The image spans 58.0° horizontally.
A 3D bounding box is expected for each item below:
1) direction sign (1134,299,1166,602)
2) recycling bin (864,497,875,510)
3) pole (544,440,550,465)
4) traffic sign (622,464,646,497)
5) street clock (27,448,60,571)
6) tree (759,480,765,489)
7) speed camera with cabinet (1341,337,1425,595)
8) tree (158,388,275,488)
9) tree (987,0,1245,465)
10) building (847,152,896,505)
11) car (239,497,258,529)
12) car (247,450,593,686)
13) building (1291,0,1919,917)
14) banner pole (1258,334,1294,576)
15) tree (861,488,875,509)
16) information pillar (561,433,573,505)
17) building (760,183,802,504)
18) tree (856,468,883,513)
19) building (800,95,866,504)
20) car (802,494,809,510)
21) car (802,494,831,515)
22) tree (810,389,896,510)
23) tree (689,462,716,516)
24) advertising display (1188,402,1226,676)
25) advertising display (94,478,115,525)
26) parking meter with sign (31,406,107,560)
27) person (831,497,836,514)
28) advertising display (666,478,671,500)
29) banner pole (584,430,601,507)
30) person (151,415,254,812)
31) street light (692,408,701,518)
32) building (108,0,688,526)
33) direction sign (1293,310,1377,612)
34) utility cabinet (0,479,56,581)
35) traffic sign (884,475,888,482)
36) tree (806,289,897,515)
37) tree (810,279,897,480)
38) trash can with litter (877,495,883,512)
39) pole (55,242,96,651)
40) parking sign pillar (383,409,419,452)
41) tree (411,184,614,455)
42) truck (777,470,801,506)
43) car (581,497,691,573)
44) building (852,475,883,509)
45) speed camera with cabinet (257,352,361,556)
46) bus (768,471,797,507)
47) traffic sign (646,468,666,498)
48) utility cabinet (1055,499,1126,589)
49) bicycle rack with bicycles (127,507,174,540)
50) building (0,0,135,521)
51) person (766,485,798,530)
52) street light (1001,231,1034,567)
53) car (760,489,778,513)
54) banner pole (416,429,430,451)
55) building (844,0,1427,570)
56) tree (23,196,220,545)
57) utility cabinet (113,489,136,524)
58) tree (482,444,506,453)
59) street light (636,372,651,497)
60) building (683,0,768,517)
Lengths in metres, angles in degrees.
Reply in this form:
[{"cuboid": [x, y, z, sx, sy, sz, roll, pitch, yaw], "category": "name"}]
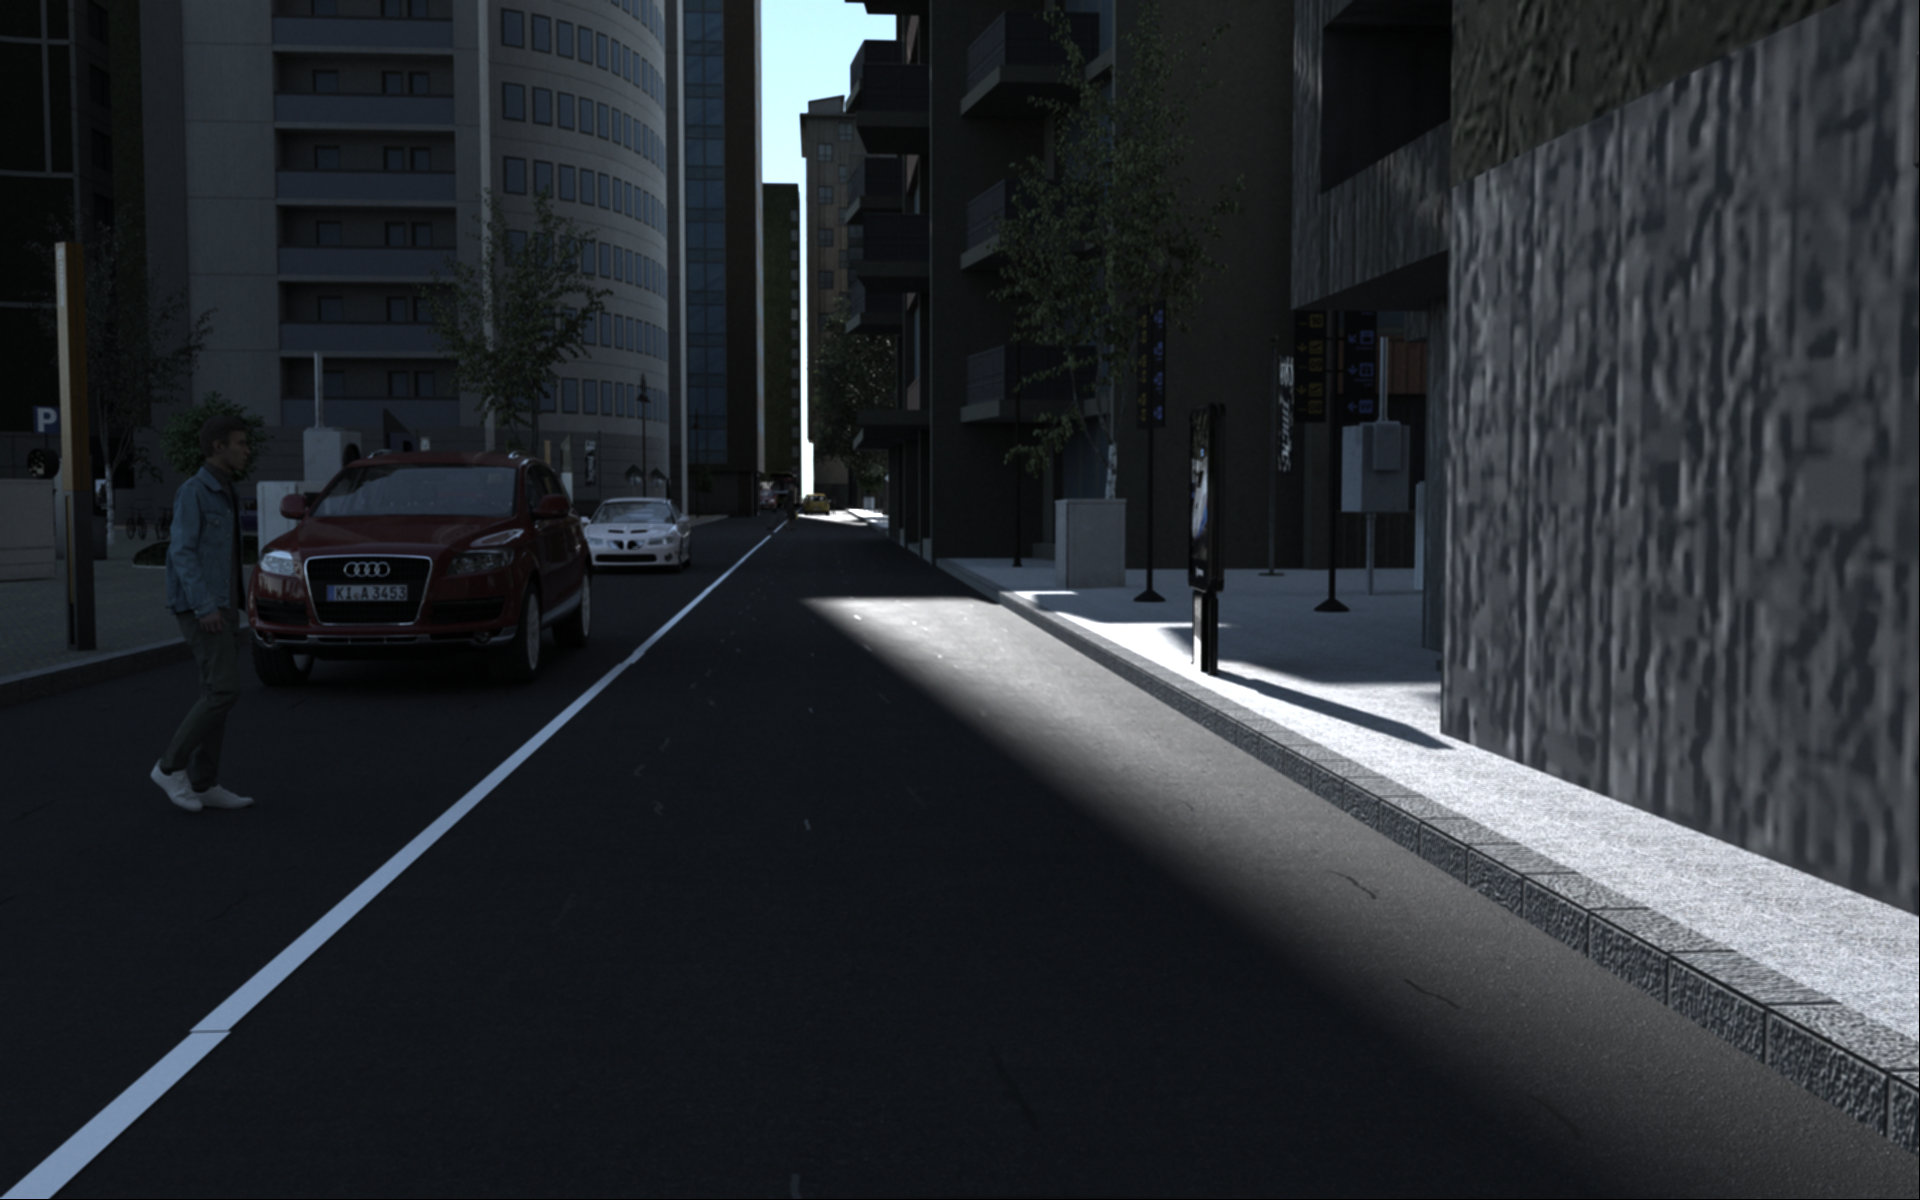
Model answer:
[{"cuboid": [2.270, -1.751, 20.633, 0.379, 3.537, 0.876, -1, 4, -14], "category": "direction sign"}, {"cuboid": [-7.264, -7.730, 138.932, 0.722, 1.027, 0.722, 2, 4, 24], "category": "recycling bin"}, {"cuboid": [-15.603, -4.387, 65.571, 0.158, 3.312, 0.155, 0, 3, 0], "category": "pole"}, {"cuboid": [-10.876, -3.313, 57.815, 0.795, 2.450, 0.064, 0, 4, -5], "category": "traffic sign"}, {"cuboid": [-14.514, -1.401, 27.472, 0.471, 2.002, 0.358, 2, 4, 25], "category": "street clock"}, {"cuboid": [-23.541, -12.575, 200.196, 1.663, 3.219, 1.824, 0, 3, 0], "category": "tree"}, {"cuboid": [5.953, -1.708, 22.258, 2.038, 3.252, 0.660, -1, 4, -15], "category": "speed camera with cabinet"}, {"cuboid": [-23.122, -4.291, 53.869, 4.285, 4.588, 4.351, 0, 3, 0], "category": "tree"}, {"cuboid": [2.240, -4.612, 25.772, 4.737, 8.622, 4.395, 0, 3, 0], "category": "tree"}, {"cuboid": [-6.650, -32.214, 210.292, 14.154, 41.232, 14.086, 0, 4, -5], "category": "building"}, {"cuboid": [-24.886, -2.996, 61.569, 3.894, 1.354, 1.945, 0, 4, -3], "category": "car"}, {"cuboid": [-4.381, -0.369, 14.714, 2.281, 1.827, 5.304, 0, 4, -5], "category": "car"}, {"cuboid": [9.400, -14.638, 11.033, 14.160, 30.474, 14.107, 0, 4, -5], "category": "building"}, {"cuboid": [5.065, -2.285, 27.382, 0.401, 3.779, 0.863, 3, 5, 41], "category": "banner pole"}, {"cuboid": [-7.914, -9.414, 148.512, 1.663, 3.219, 1.824, 0, 3, 0], "category": "tree"}, {"cuboid": [-15.148, -4.612, 66.765, 0.504, 3.616, 0.183, 2, 4, 27], "category": "information pillar"}, {"cuboid": [-28.110, -33.396, 229.611, 14.086, 41.232, 14.154, 0, 4, -5], "category": "building"}, {"cuboid": [-6.406, -9.214, 134.363, 4.285, 4.588, 4.351, 0, 3, 0], "category": "tree"}, {"cuboid": [-7.965, -39.676, 237.934, 27.495, 52.752, 28.713, 0, 4, -5], "category": "building"}, {"cuboid": [-13.690, -9.237, 160.810, 2.009, 1.686, 4.222, 0, 4, -4], "category": "car"}, {"cuboid": [-9.876, -6.666, 119.207, 2.015, 1.641, 3.980, 0, 4, -6], "category": "car"}, {"cuboid": [-8.408, -13.217, 141.847, 9.928, 11.665, 9.643, 0, 3, 0], "category": "tree"}, {"cuboid": [-15.263, -6.703, 104.192, 1.663, 3.219, 1.824, 0, 3, 0], "category": "tree"}, {"cuboid": [1.790, -0.453, 12.620, 0.123, 1.923, 0.974, 0, 4, 0], "category": "advertising display"}, {"cuboid": [-35.119, -4.032, 71.135, 0.974, 1.923, 0.123, 1, 4, 22], "category": "advertising display"}, {"cuboid": [-17.452, -2.310, 34.037, 1.738, 3.016, 0.543, 2, 4, 31], "category": "parking meter with sign"}, {"cuboid": [-9.167, -6.845, 125.084, 0.362, 1.253, 0.373, 0, 4, -4], "category": "person"}, {"cuboid": [-11.918, -4.013, 70.825, 0.123, 1.923, 0.974, 0, 4, -6], "category": "advertising display"}, {"cuboid": [-14.405, -4.786, 68.275, 0.863, 3.779, 0.401, 1, 4, 13], "category": "banner pole"}, {"cuboid": [-3.414, 0.063, 7.817, 0.444, 1.785, 0.601, 0, 4, 0], "category": "person"}, {"cuboid": [-14.181, -7.380, 93.458, 0.468, 5.910, 1.993, 0, 4, -5], "category": "street light"}, {"cuboid": [-24.800, -33.026, 81.976, 21.231, 58.520, 28.212, 0, 4, -5], "category": "building"}, {"cuboid": [4.079, -1.645, 18.896, 0.876, 3.537, 0.379, 1, 4, 8], "category": "direction sign"}, {"cuboid": [-13.994, -1.039, 25.665, 0.318, 1.500, 1.173, 1, 4, 14], "category": "utility cabinet"}, {"cuboid": [-2.517, -3.844, 66.494, 0.795, 2.450, 0.064, 0, 4, -5], "category": "traffic sign"}, {"cuboid": [-4.299, -12.061, 103.858, 9.857, 13.997, 8.962, 0, 3, 0], "category": "tree"}, {"cuboid": [-2.864, -10.246, 84.527, 9.611, 12.733, 9.660, 0, 3, 0], "category": "tree"}, {"cuboid": [-5.009, -6.862, 123.248, 2.233, 1.210, 1.678, 0, 4, 5], "category": "trash can with litter"}, {"cuboid": [-7.233, -1.243, 14.163, 0.158, 3.312, 0.155, 0, 3, 0], "category": "pole"}, {"cuboid": [-17.742, -4.081, 55.188, 1.447, 3.967, 1.447, 1, 4, 23], "category": "parking sign pillar"}, {"cuboid": [-10.301, -5.510, 40.455, 4.737, 8.622, 4.395, 0, 3, 0], "category": "tree"}, {"cuboid": [-20.207, -13.154, 203.986, 2.839, 4.237, 11.283, 0, 4, -3], "category": "truck"}, {"cuboid": [-6.134, -1.259, 32.946, 2.083, 1.381, 4.827, 0, 4, -5], "category": "car"}, {"cuboid": [3.799, -19.613, 165.709, 27.650, 21.520, 28.899, 0, 4, -5], "category": "building"}, {"cuboid": [-8.828, -1.789, 23.579, 0.660, 3.252, 2.038, 0, 4, 5], "category": "speed camera with cabinet"}, {"cuboid": [-19.334, -12.119, 189.699, 2.896, 3.916, 12.252, 0, 4, -4], "category": "bus"}, {"cuboid": [-11.533, -3.800, 65.773, 0.795, 2.450, 0.064, 0, 4, -5], "category": "traffic sign"}, {"cuboid": [1.785, -0.769, 23.731, 1.020, 1.237, 0.306, -2, 4, -34], "category": "utility cabinet"}, {"cuboid": [-22.094, -2.181, 49.037, 2.852, 0.926, 2.925, -3, 4, -36], "category": "bicycle rack with bicycles"}, {"cuboid": [-47.032, -38.746, 71.756, 20.611, 71.187, 20.563, 0, 4, -5], "category": "building"}, {"cuboid": [-7.017, -3.667, 68.667, 1.509, 1.804, 0.699, -3, 5, -40], "category": "person"}, {"cuboid": [1.012, -3.525, 30.428, 0.468, 5.910, 1.993, 0, 4, -5], "category": "street light"}, {"cuboid": [-15.087, -7.598, 132.902, 2.281, 1.827, 5.304, 0, 4, -6], "category": "car"}, {"cuboid": [-20.670, -4.685, 66.623, 0.863, 3.779, 0.401, 2, 4, 27], "category": "banner pole"}, {"cuboid": [8.335, -23.708, 42.245, 22.147, 44.769, 28.867, 0, 4, -5], "category": "building"}, {"cuboid": [-21.295, -5.706, 43.657, 4.360, 8.622, 3.978, 0, 3, 0], "category": "tree"}, {"cuboid": [-35.580, -3.976, 73.689, 0.318, 1.500, 1.173, 2, 4, 31], "category": "utility cabinet"}, {"cuboid": [-17.936, -4.398, 66.507, 1.663, 3.219, 1.824, 0, 3, 0], "category": "tree"}, {"cuboid": [-12.024, -5.696, 65.923, 0.468, 5.910, 1.993, 0, 4, -5], "category": "street light"}, {"cuboid": [-19.928, -28.252, 112.030, 14.600, 45.320, 14.200, 0, 4, -5], "category": "building"}]
